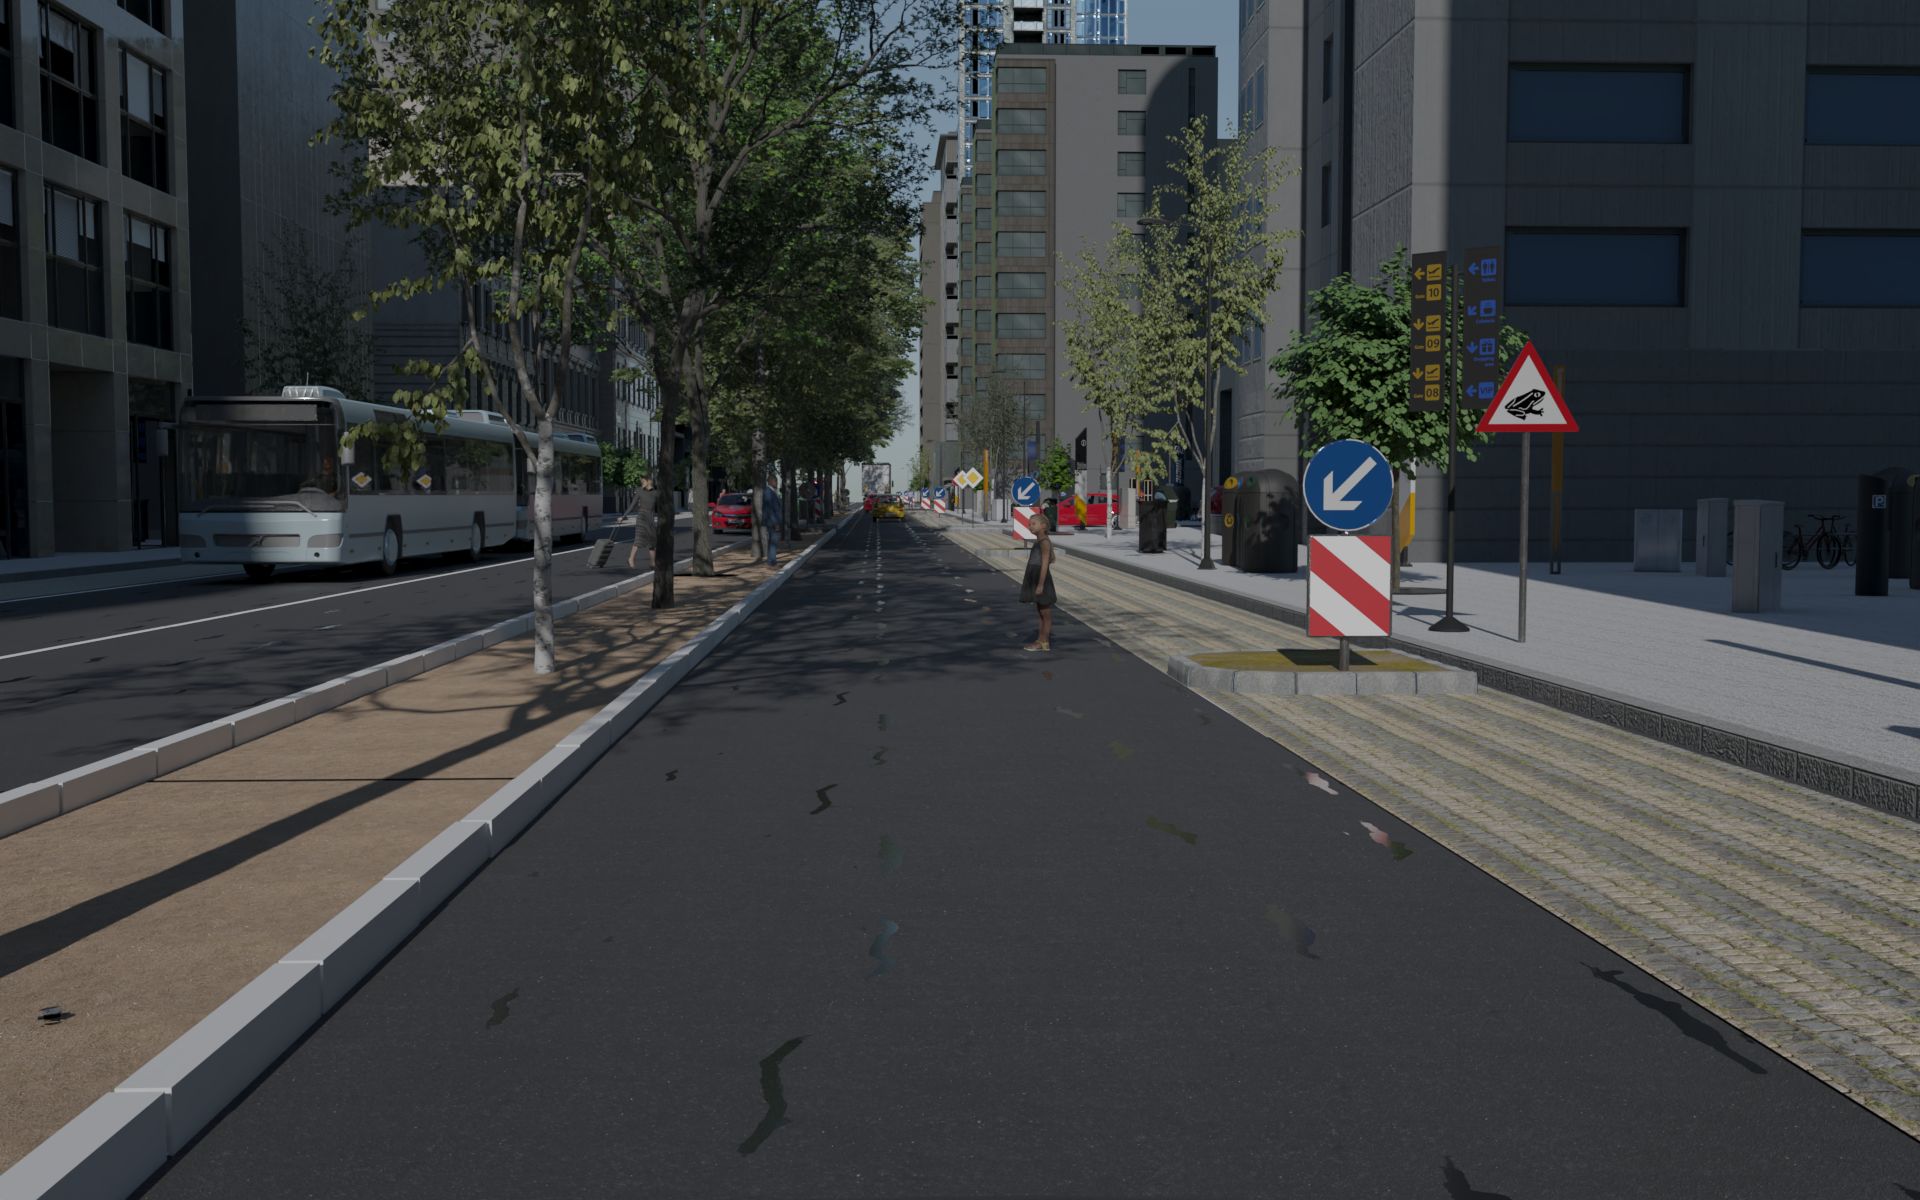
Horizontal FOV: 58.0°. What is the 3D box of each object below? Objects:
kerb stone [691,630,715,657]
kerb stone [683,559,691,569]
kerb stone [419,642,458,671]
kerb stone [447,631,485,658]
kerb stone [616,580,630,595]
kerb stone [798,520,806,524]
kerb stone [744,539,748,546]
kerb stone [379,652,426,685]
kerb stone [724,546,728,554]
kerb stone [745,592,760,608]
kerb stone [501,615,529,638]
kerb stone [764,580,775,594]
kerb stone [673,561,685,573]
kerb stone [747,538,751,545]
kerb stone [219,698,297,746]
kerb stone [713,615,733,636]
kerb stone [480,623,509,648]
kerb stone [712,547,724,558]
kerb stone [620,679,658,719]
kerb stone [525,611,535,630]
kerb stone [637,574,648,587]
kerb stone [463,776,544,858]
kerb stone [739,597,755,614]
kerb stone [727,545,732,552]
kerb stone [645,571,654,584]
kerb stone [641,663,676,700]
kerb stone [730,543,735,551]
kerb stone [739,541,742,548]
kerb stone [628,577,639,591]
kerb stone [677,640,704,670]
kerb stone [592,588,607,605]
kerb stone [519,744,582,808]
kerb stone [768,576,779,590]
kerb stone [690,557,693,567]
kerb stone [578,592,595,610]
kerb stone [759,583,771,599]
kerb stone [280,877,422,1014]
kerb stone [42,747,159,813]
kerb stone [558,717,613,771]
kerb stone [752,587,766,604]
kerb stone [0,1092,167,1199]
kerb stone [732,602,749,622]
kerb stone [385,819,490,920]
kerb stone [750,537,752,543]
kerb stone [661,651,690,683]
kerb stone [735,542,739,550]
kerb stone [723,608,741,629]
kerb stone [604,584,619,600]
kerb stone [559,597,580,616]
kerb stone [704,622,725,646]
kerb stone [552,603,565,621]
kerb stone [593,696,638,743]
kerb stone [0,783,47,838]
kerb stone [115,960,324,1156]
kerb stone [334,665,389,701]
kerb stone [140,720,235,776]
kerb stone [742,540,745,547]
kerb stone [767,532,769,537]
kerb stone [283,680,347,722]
[{"bbox_3d":[-2.324,0.410,15.493,0.120,0.150,1.000,0,4,-3],"label":"kerb stone"},{"bbox_3d":[-5.258,-0.649,32.802,0.120,0.150,1.000,0,4,-3],"label":"kerb stone"},{"bbox_3d":[-4.370,0.483,14.361,0.120,0.150,1.000,0,4,-3],"label":"kerb stone"},{"bbox_3d":[-4.421,0.416,15.392,0.120,0.150,1.000,0,4,-3],"label":"kerb stone"},{"bbox_3d":[-4.855,-0.148,24.607,0.120,0.150,1.000,0,4,-3],"label":"kerb stone"},{"bbox_3d":[-7.783,-3.878,85.604,0.120,0.150,1.000,0,4,-3],"label":"kerb stone"},{"bbox_3d":[-5.943,-1.527,47.162,0.120,0.150,1.000,0,4,-3],"label":"kerb stone"},{"bbox_3d":[-4.325,0.542,13.336,0.120,0.150,1.000,0,4,-3],"label":"kerb stone"},{"bbox_3d":[-5.654,-1.150,41.006,0.120,0.150,1.000,0,4,-3],"label":"kerb stone"},{"bbox_3d":[-2.623,0.034,21.644,0.120,0.150,1.000,0,4,-3],"label":"kerb stone"},{"bbox_3d":[-4.525,0.291,17.437,0.120,0.150,1.000,0,4,-3],"label":"kerb stone"},{"bbox_3d":[-2.761,-0.154,24.719,0.120,0.150,1.000,0,4,-3],"label":"kerb stone"},{"bbox_3d":[-5.216,-0.585,31.781,0.120,0.150,1.000,0,4,-3],"label":"kerb stone"},{"bbox_3d":[-5.989,-1.585,48.184,0.120,0.150,1.000,0,4,-3],"label":"kerb stone"},{"bbox_3d":[-4.172,0.730,10.259,0.120,0.150,1.000,0,4,-3],"label":"kerb stone"},{"bbox_3d":[-2.426,0.285,17.541,0.120,0.150,1.000,0,4,-3],"label":"kerb stone"},{"bbox_3d":[-4.466,0.356,16.413,0.120,0.150,1.000,0,4,-3],"label":"kerb stone"},{"bbox_3d":[-5.601,-1.084,39.980,0.120,0.150,1.000,0,4,-3],"label":"kerb stone"},{"bbox_3d":[-2.128,0.665,11.409,0.120,0.150,1.000,0,4,-3],"label":"kerb stone"},{"bbox_3d":[-4.570,0.228,18.466,0.120,0.150,1.000,0,4,-3],"label":"kerb stone"},{"bbox_3d":[-4.963,-0.270,26.657,0.120,0.150,1.000,0,4,-3],"label":"kerb stone"},{"bbox_3d":[-1.926,0.910,7.311,0.120,0.150,1.000,0,4,-3],"label":"kerb stone"},{"bbox_3d":[-2.572,0.096,20.621,0.120,0.150,1.000,0,4,-3],"label":"kerb stone"},{"bbox_3d":[-5.701,-1.202,42.037,0.120,0.150,1.000,0,4,-3],"label":"kerb stone"},{"bbox_3d":[-5.017,-0.336,27.685,0.120,0.150,1.000,0,4,-3],"label":"kerb stone"},{"bbox_3d":[-2.179,0.597,12.430,0.120,0.150,1.000,0,4,-3],"label":"kerb stone"},{"bbox_3d":[-5.750,-1.276,43.065,0.120,0.150,1.000,0,4,-3],"label":"kerb stone"},{"bbox_3d":[-5.847,-1.399,45.120,0.120,0.150,1.000,0,4,-3],"label":"kerb stone"},{"bbox_3d":[-4.916,-0.205,25.628,0.120,0.150,1.000,0,4,-3],"label":"kerb stone"},{"bbox_3d":[-2.275,0.472,14.472,0.120,0.150,1.000,0,4,-3],"label":"kerb stone"},{"bbox_3d":[-4.766,-0.022,22.558,0.120,0.150,1.000,0,4,-3],"label":"kerb stone"},{"bbox_3d":[-1.978,0.853,8.343,0.120,0.150,1.000,0,4,-3],"label":"kerb stone"},{"bbox_3d":[-2.814,-0.217,25.748,0.120,0.150,1.000,0,4,-3],"label":"kerb stone"},{"bbox_3d":[-5.306,-0.711,33.823,0.120,0.150,1.000,0,4,-3],"label":"kerb stone"},{"bbox_3d":[-4.716,0.040,21.537,0.120,0.150,1.000,0,4,-3],"label":"kerb stone"},{"bbox_3d":[-2.710,-0.091,23.691,0.120,0.150,1.000,0,4,-3],"label":"kerb stone"},{"bbox_3d":[-1.836,1.036,5.263,0.120,0.150,1.000,0,4,-3],"label":"kerb stone"},{"bbox_3d":[-4.078,0.859,8.208,0.120,0.150,1.000,0,4,-3],"label":"kerb stone"},{"bbox_3d":[-2.031,0.786,9.367,0.120,0.150,1.000,0,4,-3],"label":"kerb stone"},{"bbox_3d":[-2.668,-0.029,22.667,0.120,0.150,1.000,0,4,-3],"label":"kerb stone"},{"bbox_3d":[-1.742,1.161,3.220,0.120,0.150,1.000,0,4,-3],"label":"kerb stone"},{"bbox_3d":[-2.516,0.159,19.600,0.120,0.150,1.000,0,4,-3],"label":"kerb stone"},{"bbox_3d":[-1.890,0.973,6.289,0.120,0.150,1.000,0,4,-3],"label":"kerb stone"},{"bbox_3d":[-6.044,-1.652,49.204,0.120,0.150,1.000,0,4,-3],"label":"kerb stone"},{"bbox_3d":[-2.228,0.535,13.451,0.120,0.150,1.000,0,4,-3],"label":"kerb stone"},{"bbox_3d":[-5.800,-1.336,44.086,0.120,0.150,1.000,0,4,-3],"label":"kerb stone"},{"bbox_3d":[-2.476,0.225,18.572,0.120,0.150,1.000,0,4,-3],"label":"kerb stone"},{"bbox_3d":[-4.815,-0.085,23.586,0.120,0.150,1.000,0,4,-3],"label":"kerb stone"},{"bbox_3d":[-4.680,0.103,20.515,0.120,0.150,1.000,0,4,-3],"label":"kerb stone"},{"bbox_3d":[-2.374,0.347,16.517,0.120,0.150,1.000,0,4,-3],"label":"kerb stone"},{"bbox_3d":[-4.622,0.166,19.487,0.120,0.150,1.000,0,4,-3],"label":"kerb stone"},{"bbox_3d":[-2.077,0.725,10.388,0.120,0.150,1.000,0,4,-3],"label":"kerb stone"},{"bbox_3d":[-4.035,0.918,7.187,0.120,0.150,1.000,0,4,-3],"label":"kerb stone"},{"bbox_3d":[-1.788,1.098,4.242,0.120,0.150,1.000,0,4,-3],"label":"kerb stone"},{"bbox_3d":[-4.282,0.604,12.314,0.120,0.150,1.000,0,4,-3],"label":"kerb stone"},{"bbox_3d":[-4.128,0.793,9.229,0.120,0.150,1.000,0,4,-3],"label":"kerb stone"},{"bbox_3d":[-5.896,-1.465,46.141,0.120,0.150,1.000,0,4,-3],"label":"kerb stone"},{"bbox_3d":[-6.578,-2.341,60.478,0.120,0.150,1.000,0,4,-3],"label":"kerb stone"},{"bbox_3d":[-4.225,0.667,11.285,0.120,0.150,1.000,0,4,-3],"label":"kerb stone"}]
